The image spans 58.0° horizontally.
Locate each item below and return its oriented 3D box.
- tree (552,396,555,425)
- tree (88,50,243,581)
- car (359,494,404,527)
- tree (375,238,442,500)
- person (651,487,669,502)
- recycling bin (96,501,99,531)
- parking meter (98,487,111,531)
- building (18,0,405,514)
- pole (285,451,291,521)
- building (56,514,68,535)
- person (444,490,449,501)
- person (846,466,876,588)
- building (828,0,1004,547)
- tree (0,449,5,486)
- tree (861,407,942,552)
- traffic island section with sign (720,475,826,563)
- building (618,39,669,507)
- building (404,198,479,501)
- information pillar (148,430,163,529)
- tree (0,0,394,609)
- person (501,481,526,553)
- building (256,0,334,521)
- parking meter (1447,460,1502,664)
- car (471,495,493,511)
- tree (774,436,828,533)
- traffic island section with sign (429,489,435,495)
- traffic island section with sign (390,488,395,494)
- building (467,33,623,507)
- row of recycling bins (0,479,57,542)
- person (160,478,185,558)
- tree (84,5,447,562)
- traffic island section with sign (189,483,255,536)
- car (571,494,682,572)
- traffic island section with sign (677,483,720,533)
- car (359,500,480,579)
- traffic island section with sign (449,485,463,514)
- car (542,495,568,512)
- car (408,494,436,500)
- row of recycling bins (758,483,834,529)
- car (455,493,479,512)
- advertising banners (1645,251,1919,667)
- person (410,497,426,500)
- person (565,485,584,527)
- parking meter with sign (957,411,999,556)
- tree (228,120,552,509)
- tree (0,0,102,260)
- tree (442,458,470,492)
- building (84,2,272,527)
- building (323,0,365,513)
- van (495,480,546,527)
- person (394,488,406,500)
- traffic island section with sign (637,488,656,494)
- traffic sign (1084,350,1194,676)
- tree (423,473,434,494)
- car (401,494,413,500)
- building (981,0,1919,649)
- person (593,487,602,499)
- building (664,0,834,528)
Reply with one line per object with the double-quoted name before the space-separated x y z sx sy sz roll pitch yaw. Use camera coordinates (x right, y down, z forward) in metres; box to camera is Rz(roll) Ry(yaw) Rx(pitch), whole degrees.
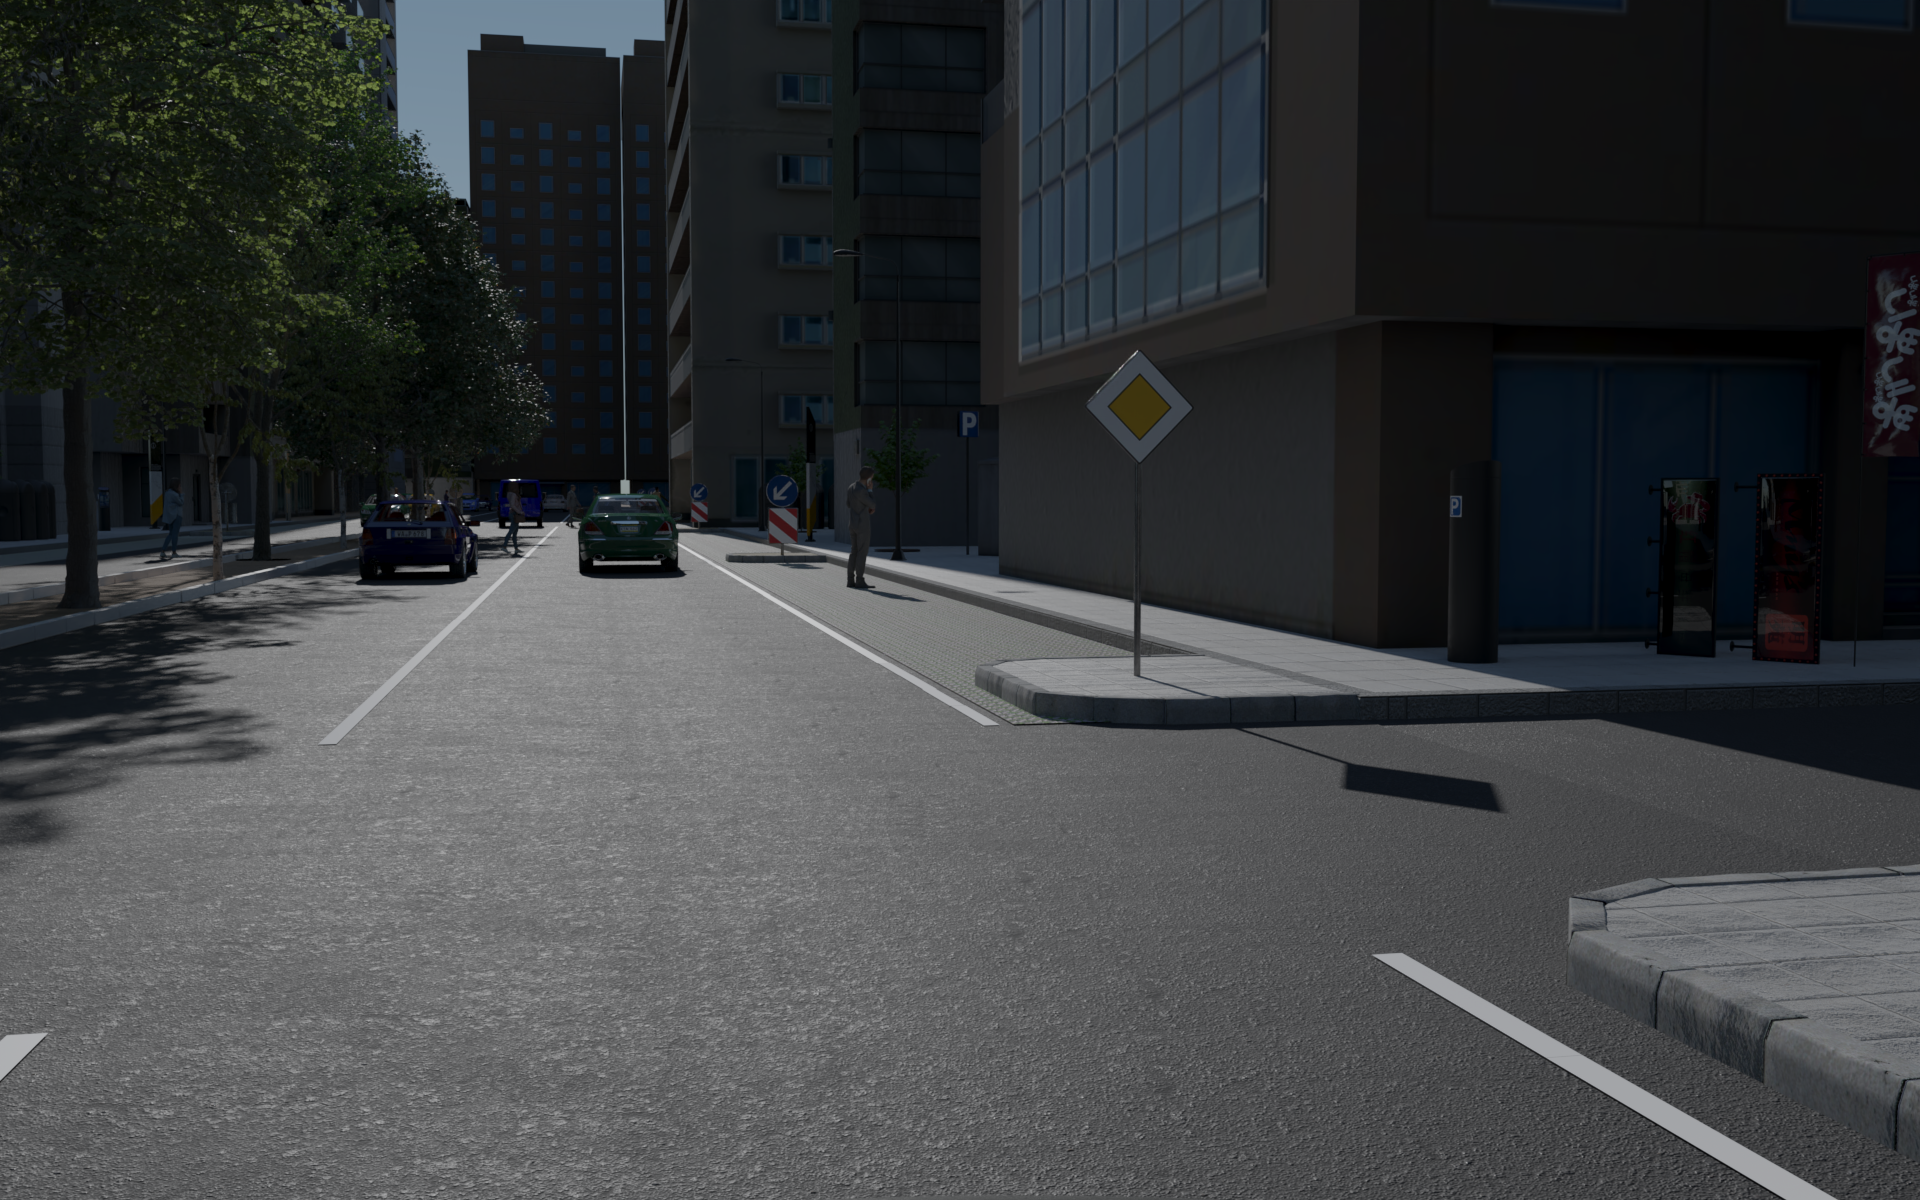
"tree" -19.500 -8.719 62.026 9.611 12.733 9.660 0 3 0
"tree" -12.107 -4.598 27.996 4.737 8.622 4.395 0 3 0
"car" -25.747 -4.028 77.660 2.131 1.459 4.920 -1 4 -12
"tree" -15.994 -5.620 44.713 4.737 8.622 4.395 0 3 0
"person" -15.597 -4.932 89.234 1.348 1.812 0.705 0 4 8
"recycling bin" -30.537 -2.971 61.131 0.722 1.027 0.722 -1 4 -17
"parking meter" -29.666 -3.157 60.030 0.372 1.533 0.369 0 3 0
"building" -60.807 -36.637 141.014 28.212 58.520 21.231 -1 4 -12
"pole" -31.951 -5.411 82.313 0.158 3.312 0.155 0 3 0
"building" -36.115 -30.408 39.172 21.231 58.520 28.212 -1 4 -12
"person" -33.281 -6.288 112.231 0.530 1.710 0.541 -1 4 -15
"person" -1.474 -1.100 26.287 0.447 1.846 0.655 -2 4 -30
"building" 3.044 -16.977 49.284 14.160 30.474 14.107 -1 4 -12
"tree" -33.800 -4.048 60.781 1.663 3.219 1.824 0 3 0
"tree" -1.465 -2.693 38.639 1.663 3.219 1.824 0 3 0
"traffic island section with sign" -3.953 -1.720 36.756 1.989 1.847 2.006 -1 4 -12
"building" -26.770 -32.130 175.437 14.200 45.320 14.600 -1 4 -12
"building" -54.768 -24.359 169.966 14.107 30.474 14.160 -1 4 -12
"information pillar" -29.598 -4.425 63.711 0.183 3.616 0.504 2 4 26
"tree" -11.196 -6.186 21.722 7.486 12.596 7.792 0 3 0
"person" -10.861 -2.012 41.984 0.643 1.750 0.593 -2 4 -29
"building" -45.840 -28.529 90.158 21.300 48.544 21.600 -1 4 -12
"parking meter" 3.926 -0.294 13.222 0.372 1.533 0.369 0 3 0
"car" -40.738 -8.255 147.548 1.945 1.354 3.894 -1 4 -13
"tree" -5.429 -3.862 57.747 1.663 3.219 1.824 0 3 0
"traffic island section with sign" -41.374 -7.757 135.450 1.989 1.847 2.006 -1 4 -12
"traffic island section with sign" -35.686 -6.122 108.716 1.989 1.847 2.006 -1 4 -12
"building" -41.133 -32.008 173.434 14.200 45.320 14.600 -1 4 -12
"row of recycling bins" -26.120 -2.518 48.276 1.069 1.692 3.534 -1 4 -9
"person" -17.728 -1.847 38.955 0.793 1.790 0.793 1 4 10
"tree" -14.801 -6.630 36.616 9.928 11.665 9.643 0 3 0
"traffic island section with sign" -25.233 -3.113 59.527 1.989 1.847 2.006 -1 4 -12
"car" -6.386 -1.314 33.280 2.131 1.459 4.920 -1 4 -11
"traffic island section with sign" -9.866 -3.417 64.499 1.989 1.847 2.006 -1 4 -12
"car" -9.534 -1.106 30.665 1.945 1.354 3.894 -1 4 -11
"traffic island section with sign" -24.274 -4.597 83.290 2.006 1.907 1.989 -1 4 -12
"car" -32.212 -7.678 137.902 2.083 1.381 4.827 -1 4 -10
"car" -31.352 -5.544 100.865 2.015 1.641 3.980 -1 4 -10
"row of recycling bins" -5.728 -3.445 63.432 3.534 1.692 1.069 1 4 15
"car" -39.687 -7.945 139.490 1.945 1.707 3.694 -1 4 -12
"advertising banners" 6.271 -1.036 13.129 2.074 3.025 0.090 3 5 44
"person" -29.349 -5.199 94.030 1.217 1.766 0.721 -3 5 -41
"person" -16.631 -4.026 74.443 0.853 1.813 0.709 1 4 12
"parking meter with sign" 0.730 -2.422 35.856 0.543 3.016 1.738 -3 5 -43
"tree" -17.567 -8.131 52.413 9.611 12.733 9.660 0 3 0
"tree" -9.970 -3.829 15.430 4.360 8.622 3.978 0 3 0
"tree" -21.287 -7.118 69.194 4.737 8.622 4.395 0 3 0
"building" -36.722 -18.223 69.653 14.160 30.474 14.107 -1 4 -12
"building" -52.207 -30.321 115.352 23.786 49.044 30.456 -1 4 -12
"van" -19.438 -4.418 76.619 2.240 2.365 5.245 -1 4 -14
"person" -28.679 -4.825 88.109 1.217 1.743 0.721 -1 4 -10
"traffic island section with sign" -25.566 -7.936 138.380 1.989 1.847 2.006 -1 4 -12
"traffic sign" 1.246 -0.520 12.152 0.795 2.450 0.064 -1 4 -12
"tree" -48.714 -9.970 157.606 1.663 3.219 1.824 0 3 0
"car" -38.174 -6.753 119.215 1.959 1.807 4.718 -1 4 -13
"building" 8.648 -22.669 20.745 14.200 45.320 14.600 -1 4 -12
"person" -16.802 -4.368 80.261 0.721 1.781 0.623 -2 4 -27
"building" -1.848 -27.701 76.620 21.300 48.544 21.600 -1 4 -12
